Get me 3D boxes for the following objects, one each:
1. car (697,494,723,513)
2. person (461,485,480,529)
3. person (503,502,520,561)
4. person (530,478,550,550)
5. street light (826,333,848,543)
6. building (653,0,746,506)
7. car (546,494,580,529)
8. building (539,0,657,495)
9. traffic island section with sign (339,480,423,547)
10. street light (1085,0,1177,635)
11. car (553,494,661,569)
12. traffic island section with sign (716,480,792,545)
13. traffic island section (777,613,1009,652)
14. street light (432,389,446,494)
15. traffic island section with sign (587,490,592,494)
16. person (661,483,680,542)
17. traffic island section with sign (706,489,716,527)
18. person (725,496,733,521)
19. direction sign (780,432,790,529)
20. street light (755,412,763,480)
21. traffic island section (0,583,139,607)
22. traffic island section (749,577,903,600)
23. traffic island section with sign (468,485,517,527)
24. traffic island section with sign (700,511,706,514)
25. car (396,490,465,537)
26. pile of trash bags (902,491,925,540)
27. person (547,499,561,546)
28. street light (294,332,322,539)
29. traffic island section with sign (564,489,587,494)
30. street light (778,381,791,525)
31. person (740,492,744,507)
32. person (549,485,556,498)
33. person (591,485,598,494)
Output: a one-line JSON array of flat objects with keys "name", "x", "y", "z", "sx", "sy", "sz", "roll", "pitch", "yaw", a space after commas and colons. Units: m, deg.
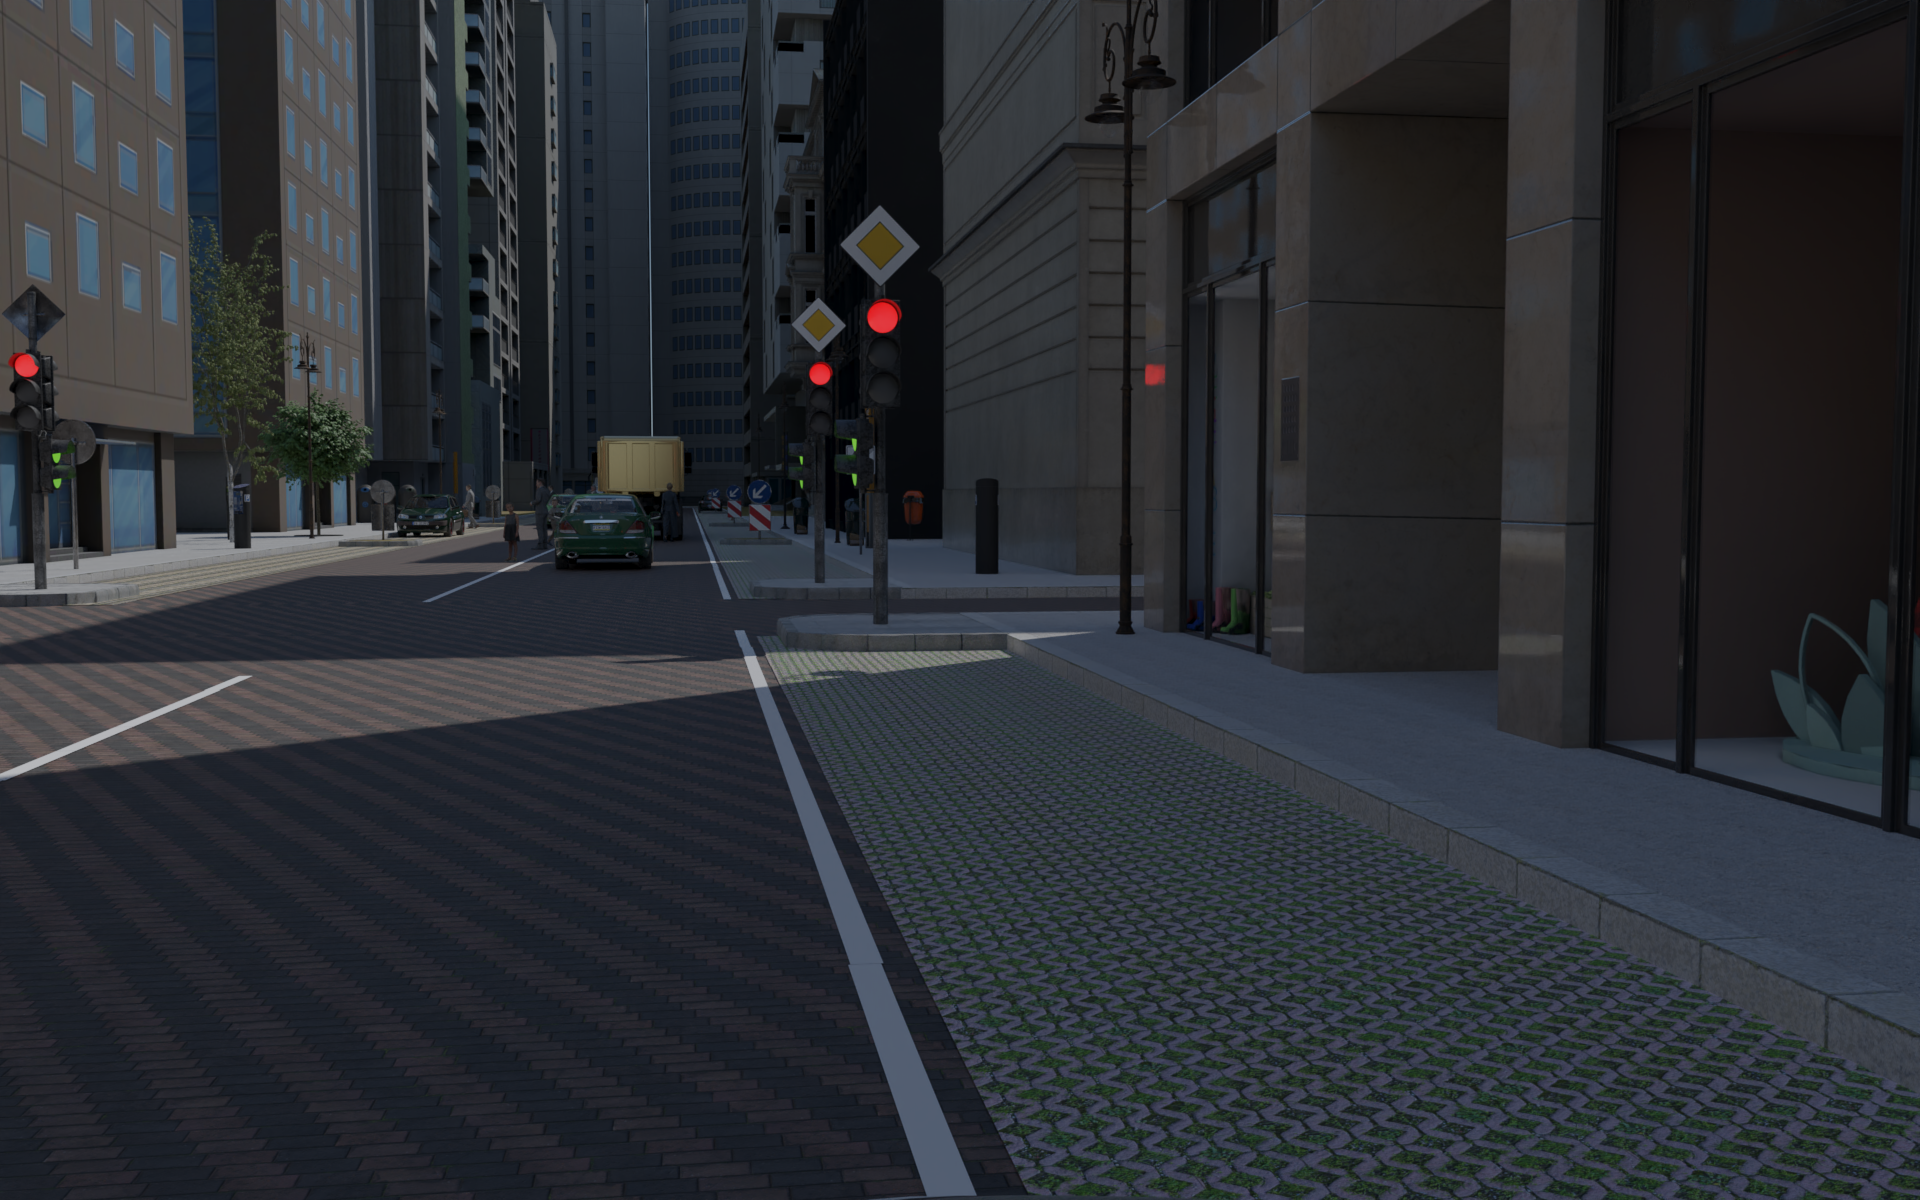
[{"name": "car", "x": -18.871, "y": -7.401, "z": 130.800, "sx": 2.009, "sy": 1.686, "sz": 4.222, "roll": -1, "pitch": 4, "yaw": -10}, {"name": "person", "x": -20.136, "y": -3.822, "z": 71.104, "sx": 0.853, "sy": 1.813, "sz": 0.709, "roll": 0, "pitch": 4, "yaw": -8}, {"name": "person", "x": -9.579, "y": -1.456, "z": 36.978, "sx": 0.362, "sy": 1.253, "sz": 0.373, "roll": 2, "pitch": 4, "yaw": 24}, {"name": "person", "x": -10.904, "y": -2.234, "z": 44.826, "sx": 0.447, "sy": 1.846, "sz": 0.655, "roll": 1, "pitch": 4, "yaw": 11}, {"name": "street light", "x": -3.207, "y": -4.430, "z": 45.216, "sx": 0.468, "sy": 5.910, "sz": 1.993, "roll": -1, "pitch": 4, "yaw": -9}, {"name": "building", "x": -20.364, "y": -39.870, "z": 193.875, "sx": 28.212, "sy": 58.520, "sz": 21.231, "roll": -1, "pitch": 4, "yaw": -9}, {"name": "car", "x": -16.585, "y": -3.753, "z": 73.159, "sx": 2.131, "sy": 1.459, "sz": 4.920, "roll": -1, "pitch": 4, "yaw": -10}, {"name": "building", "x": -48.242, "y": -39.606, "z": 189.555, "sx": 28.212, "sy": 58.520, "sz": 21.231, "roll": -1, "pitch": 4, "yaw": -9}, {"name": "traffic island section with sign", "x": -15.922, "y": -2.391, "z": 47.719, "sx": 1.989, "sy": 1.847, "sz": 2.006, "roll": -1, "pitch": 4, "yaw": -9}, {"name": "street light", "x": 1.516, "y": -2.625, "z": 15.703, "sx": 0.468, "sy": 5.910, "sz": 1.993, "roll": -1, "pitch": 4, "yaw": -9}, {"name": "car", "x": -7.041, "y": -1.387, "z": 34.471, "sx": 2.131, "sy": 1.459, "sz": 4.920, "roll": -1, "pitch": 4, "yaw": -9}, {"name": "traffic island section with sign", "x": -5.847, "y": -2.492, "z": 49.365, "sx": 1.989, "sy": 1.847, "sz": 2.006, "roll": -1, "pitch": 4, "yaw": -9}, {"name": "traffic island section", "x": -0.761, "y": 0.317, "z": 17.101, "sx": 2.009, "sy": 0.180, "sz": 2.903, "roll": -1, "pitch": 4, "yaw": -9}, {"name": "street light", "x": -22.786, "y": -6.309, "z": 75.946, "sx": 0.468, "sy": 5.910, "sz": 1.993, "roll": -1, "pitch": 4, "yaw": -9}, {"name": "traffic island section with sign", "x": -32.122, "y": -8.691, "z": 150.731, "sx": 1.989, "sy": 1.847, "sz": 2.006, "roll": -1, "pitch": 4, "yaw": -9}, {"name": "person", "x": -8.633, "y": -2.612, "z": 51.630, "sx": 0.576, "sy": 1.772, "sz": 0.534, "roll": 0, "pitch": 4, "yaw": -7}, {"name": "traffic island section with sign", "x": -10.092, "y": -4.148, "z": 76.455, "sx": 1.989, "sy": 1.847, "sz": 2.006, "roll": -1, "pitch": 4, "yaw": -9}, {"name": "person", "x": -12.328, "y": -5.133, "z": 92.990, "sx": 0.524, "sy": 1.755, "sz": 0.480, "roll": -1, "pitch": 4, "yaw": -20}, {"name": "direction sign", "x": -6.417, "y": -4.373, "z": 63.504, "sx": 0.379, "sy": 3.537, "sz": 0.876, "roll": -1, "pitch": 4, "yaw": -20}, {"name": "street light", "x": -11.362, "y": -7.655, "z": 97.940, "sx": 0.468, "sy": 5.910, "sz": 1.993, "roll": -1, "pitch": 4, "yaw": -9}, {"name": "traffic island section", "x": -12.416, "y": -0.066, "z": 23.363, "sx": 2.009, "sy": 0.180, "sz": 2.903, "roll": -1, "pitch": 4, "yaw": -9}, {"name": "traffic island section", "x": -2.001, "y": -0.166, "z": 24.990, "sx": 2.009, "sy": 0.180, "sz": 2.903, "roll": -1, "pitch": 4, "yaw": -9}, {"name": "traffic island section with sign", "x": -20.237, "y": -4.070, "z": 75.174, "sx": 1.989, "sy": 1.847, "sz": 2.006, "roll": -1, "pitch": 4, "yaw": -9}, {"name": "traffic island section with sign", "x": -17.933, "y": -7.198, "z": 126.323, "sx": 1.989, "sy": 1.847, "sz": 2.006, "roll": -1, "pitch": 4, "yaw": -9}, {"name": "car", "x": -17.823, "y": -2.972, "z": 58.383, "sx": 2.009, "sy": 1.686, "sz": 4.222, "roll": 0, "pitch": 4, "yaw": -7}, {"name": "pile of trash bags", "x": 0.022, "y": -2.316, "z": 47.623, "sx": 3.447, "sy": 1.369, "sz": 1.912, "roll": 1, "pitch": 4, "yaw": 20}, {"name": "person", "x": -11.118, "y": -2.130, "z": 47.601, "sx": 0.640, "sy": 1.303, "sz": 0.475, "roll": 1, "pitch": 4, "yaw": 20}, {"name": "street light", "x": -18.622, "y": -4.697, "z": 49.591, "sx": 0.468, "sy": 5.910, "sz": 1.993, "roll": -1, "pitch": 4, "yaw": -9}, {"name": "traffic island section with sign", "x": -27.924, "y": -7.053, "z": 123.940, "sx": 1.989, "sy": 1.847, "sz": 2.006, "roll": -1, "pitch": 4, "yaw": -9}, {"name": "street light", "x": -7.176, "y": -5.998, "z": 70.848, "sx": 0.468, "sy": 5.910, "sz": 1.993, "roll": -1, "pitch": 4, "yaw": -9}, {"name": "person", "x": -22.195, "y": -10.364, "z": 178.675, "sx": 1.217, "sy": 1.735, "sz": 0.721, "roll": 1, "pitch": 4, "yaw": 20}, {"name": "person", "x": -19.283, "y": -4.497, "z": 81.807, "sx": 0.755, "sy": 1.850, "sz": 0.659, "roll": -1, "pitch": 4, "yaw": -21}, {"name": "person", "x": -14.396, "y": -3.610, "z": 67.918, "sx": 0.834, "sy": 1.777, "sz": 0.661, "roll": -2, "pitch": 4, "yaw": -32}]
